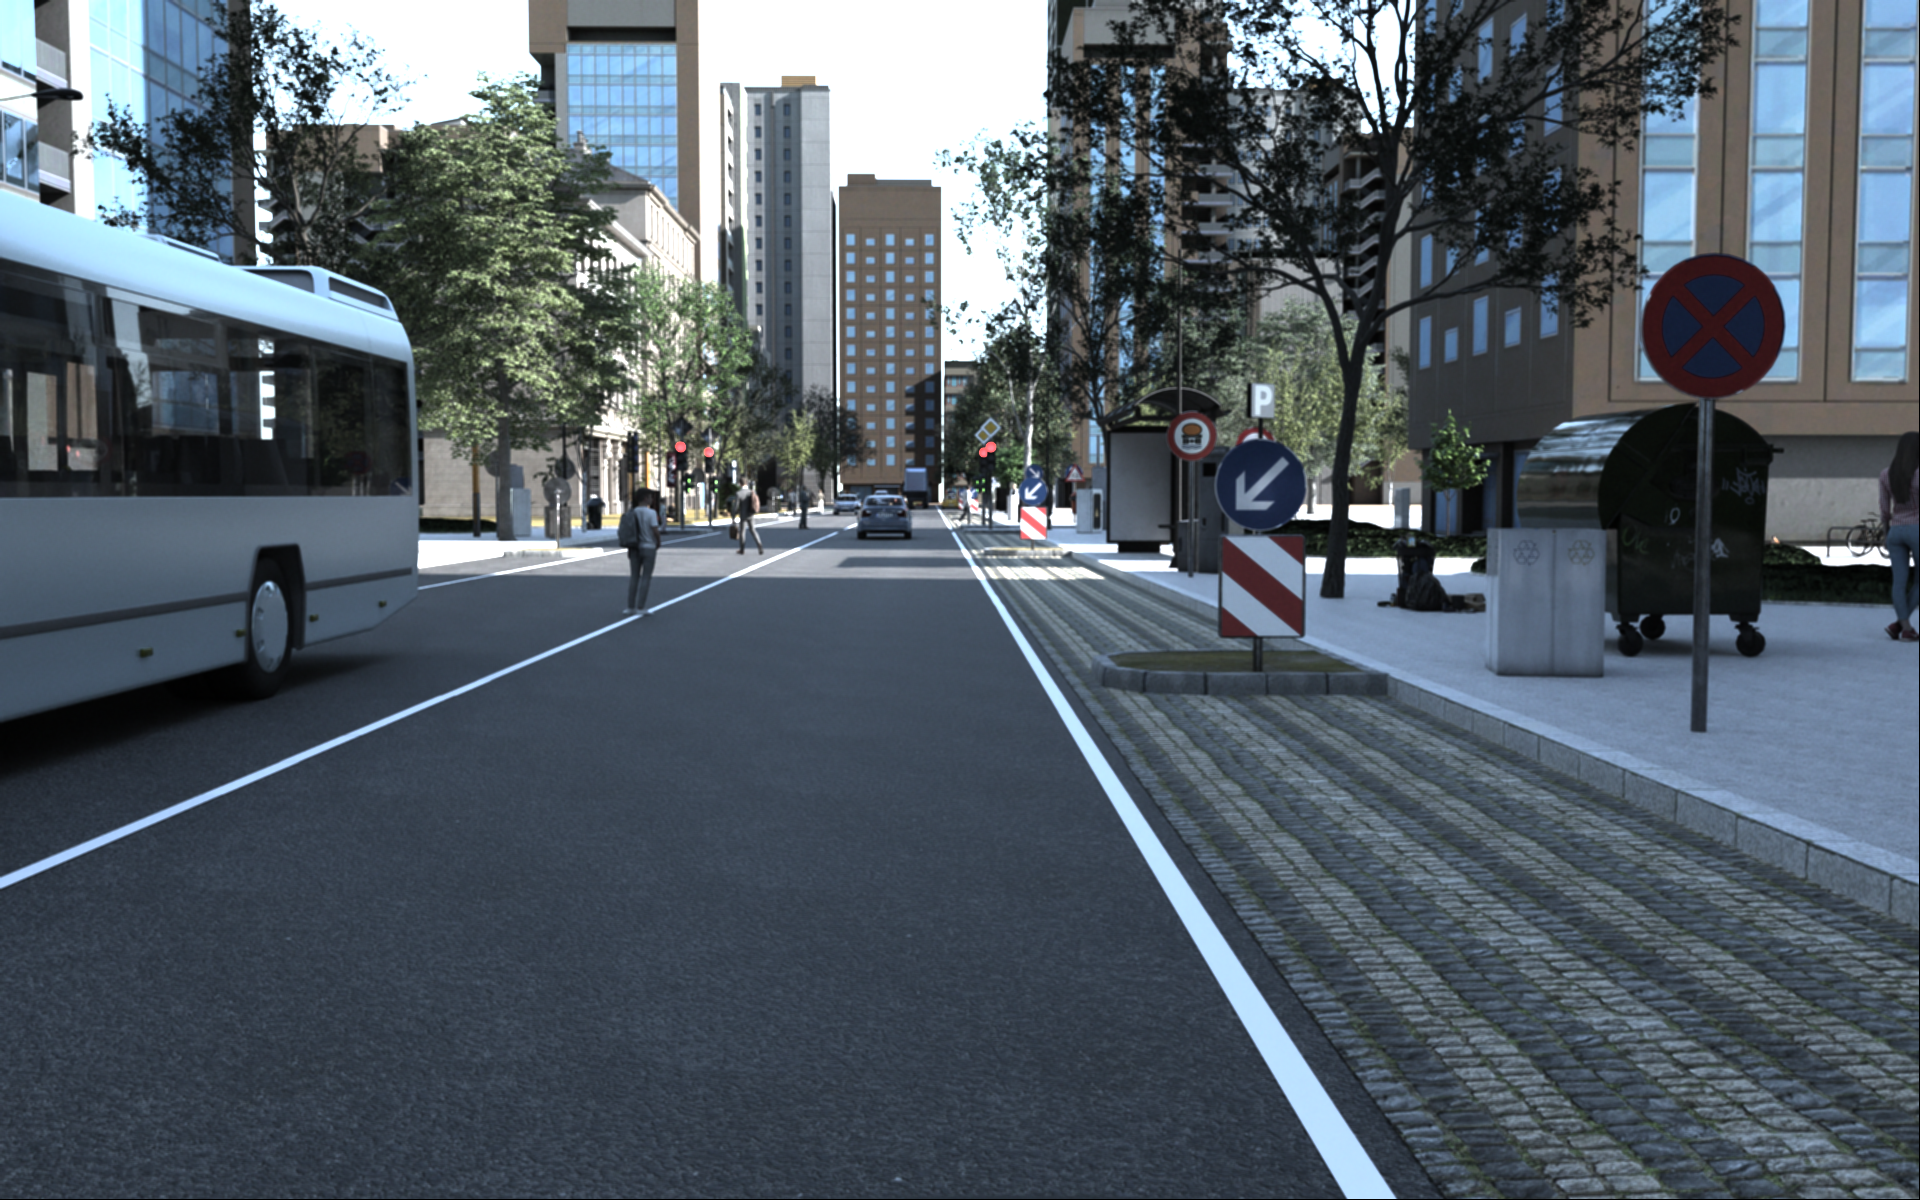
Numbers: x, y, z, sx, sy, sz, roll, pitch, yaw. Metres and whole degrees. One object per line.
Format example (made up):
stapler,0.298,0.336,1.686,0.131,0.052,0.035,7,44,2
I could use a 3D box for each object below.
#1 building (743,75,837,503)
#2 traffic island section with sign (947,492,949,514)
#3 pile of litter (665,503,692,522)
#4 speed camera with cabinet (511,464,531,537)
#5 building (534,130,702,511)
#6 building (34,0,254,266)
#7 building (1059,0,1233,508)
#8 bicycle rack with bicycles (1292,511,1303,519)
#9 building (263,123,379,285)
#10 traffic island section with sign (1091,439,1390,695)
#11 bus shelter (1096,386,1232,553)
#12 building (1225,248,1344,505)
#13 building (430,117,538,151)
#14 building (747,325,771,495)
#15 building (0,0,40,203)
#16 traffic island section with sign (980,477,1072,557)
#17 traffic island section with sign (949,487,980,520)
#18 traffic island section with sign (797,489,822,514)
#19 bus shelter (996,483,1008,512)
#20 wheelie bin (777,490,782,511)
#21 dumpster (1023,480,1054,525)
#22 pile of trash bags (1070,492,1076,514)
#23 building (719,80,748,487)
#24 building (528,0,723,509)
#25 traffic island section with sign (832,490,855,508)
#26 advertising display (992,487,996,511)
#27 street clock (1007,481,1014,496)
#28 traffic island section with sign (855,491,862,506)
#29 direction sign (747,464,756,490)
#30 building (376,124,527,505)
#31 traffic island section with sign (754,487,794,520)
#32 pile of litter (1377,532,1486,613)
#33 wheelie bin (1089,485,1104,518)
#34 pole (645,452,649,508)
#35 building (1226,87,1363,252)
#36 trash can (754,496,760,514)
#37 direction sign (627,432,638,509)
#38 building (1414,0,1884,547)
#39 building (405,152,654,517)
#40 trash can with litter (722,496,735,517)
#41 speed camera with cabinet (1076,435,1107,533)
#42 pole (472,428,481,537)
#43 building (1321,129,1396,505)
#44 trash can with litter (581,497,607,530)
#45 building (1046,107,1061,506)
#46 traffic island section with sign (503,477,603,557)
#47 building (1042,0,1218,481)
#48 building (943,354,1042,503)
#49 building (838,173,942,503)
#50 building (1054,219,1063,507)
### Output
building,-31.724,-43.098,246.650,28.212,58.520,21.231,0,4,-1
traffic island section with sign,0.080,-6.975,122.676,1.989,1.847,2.006,0,4,-1
pile of litter,-13.297,-4.044,80.091,1.719,0.858,1.176,1,4,12
speed camera with cabinet,-13.628,-3.601,53.217,0.660,3.252,2.038,-1,4,-23
building,-27.301,-20.417,131.074,12.463,27.353,25.104,0,4,-1
building,-29.750,-24.351,48.254,14.200,45.320,14.600,0,4,-1
building,16.582,-31.080,158.269,14.600,45.320,14.200,0,4,-1
bicycle rack with bicycles,12.905,-3.582,71.950,2.925,0.926,2.852,2,4,34
building,-73.361,-33.983,205.731,14.200,45.320,14.600,0,4,-1
traffic island section with sign,2.038,-0.279,13.193,1.989,1.847,2.006,0,4,-1
bus shelter,4.045,-2.535,35.371,2.014,3.302,5.546,0,4,-1
building,37.268,-26.643,207.320,14.107,30.474,14.160,0,4,-1
building,-59.646,-40.437,250.385,27.495,52.752,28.713,0,4,-1
building,-37.478,-21.667,199.294,28.899,21.520,27.650,0,4,-1
building,-29.867,-43.367,21.717,22.319,86.520,31.000,0,4,-1
traffic island section with sign,1.549,-1.936,40.289,1.989,1.847,2.006,0,4,-1
traffic island section with sign,0.554,-5.327,95.725,1.989,1.847,2.006,0,4,-1
traffic island section with sign,-10.852,-7.022,123.444,1.989,1.847,2.006,0,4,-1
bus shelter,3.286,-8.461,129.617,1.731,3.624,6.357,0,4,-1
wheelie bin,-13.850,-7.476,130.133,0.980,1.594,0.693,-1,4,-20
dumpster,3.243,-4.046,71.904,1.264,1.857,1.865,0,4,-1
pile of trash bags,6.210,-3.757,71.185,3.447,1.369,1.912,0,4,-7
building,-28.180,-29.555,166.819,14.154,41.232,14.086,0,4,-1
building,-28.822,-30.731,152.564,14.600,45.320,14.200,0,4,-1
traffic island section with sign,-11.749,-10.051,172.954,1.989,1.847,2.006,0,4,-1
advertising display,2.599,-7.884,134.117,0.123,1.923,0.974,2,4,27
street clock,2.914,-5.814,99.627,0.358,2.002,0.471,3,5,43
traffic island section with sign,-12.224,-11.717,200.198,1.989,1.847,2.006,0,4,-1
direction sign,-15.737,-8.487,130.767,0.876,3.537,0.379,3,5,39
building,-59.159,-33.985,205.762,14.200,45.320,14.600,0,4,-1
traffic island section with sign,-10.371,-5.366,96.366,1.989,1.847,2.006,0,4,-1
pile of litter,5.338,-0.339,19.501,1.176,0.858,1.719,0,4,4
wheelie bin,4.724,-3.251,61.063,0.693,1.594,0.980,1,4,21
pole,-15.242,-5.538,84.390,0.158,3.312,0.155,0,3,0
building,40.817,-43.199,248.296,28.212,58.520,21.231,0,4,-1
trash can,-13.140,-6.053,110.626,0.748,1.137,0.748,0,3,0
direction sign,-11.935,-4.356,63.225,0.379,3.537,0.876,1,4,13
building,21.387,-24.296,47.348,14.600,45.320,14.200,0,4,-1
building,-25.748,-15.114,98.020,10.553,20.767,40.483,0,4,-1
trash can with litter,-12.953,-5.264,97.460,0.624,1.170,1.055,1,4,16
speed camera with cabinet,4.486,-3.851,57.305,0.660,3.252,2.038,2,4,26
pole,-14.520,-3.555,51.963,0.158,3.312,0.155,0,3,0
building,51.716,-34.071,207.172,14.200,45.320,14.600,0,4,-1
trash can with litter,-13.216,-3.120,62.400,0.624,1.170,1.055,1,4,14
building,16.205,-30.764,186.589,14.154,41.232,14.086,0,4,-1
traffic island section with sign,-9.380,-1.928,40.144,1.989,1.847,2.006,0,4,-1
building,18.792,-46.776,203.039,20.563,71.187,20.611,0,4,-1
building,12.101,-24.853,251.385,28.899,21.520,27.650,0,4,-1
building,-9.678,-36.354,244.503,14.200,45.320,14.600,0,4,-1
building,16.324,-24.535,172.847,14.160,30.474,14.107,0,4,-1
